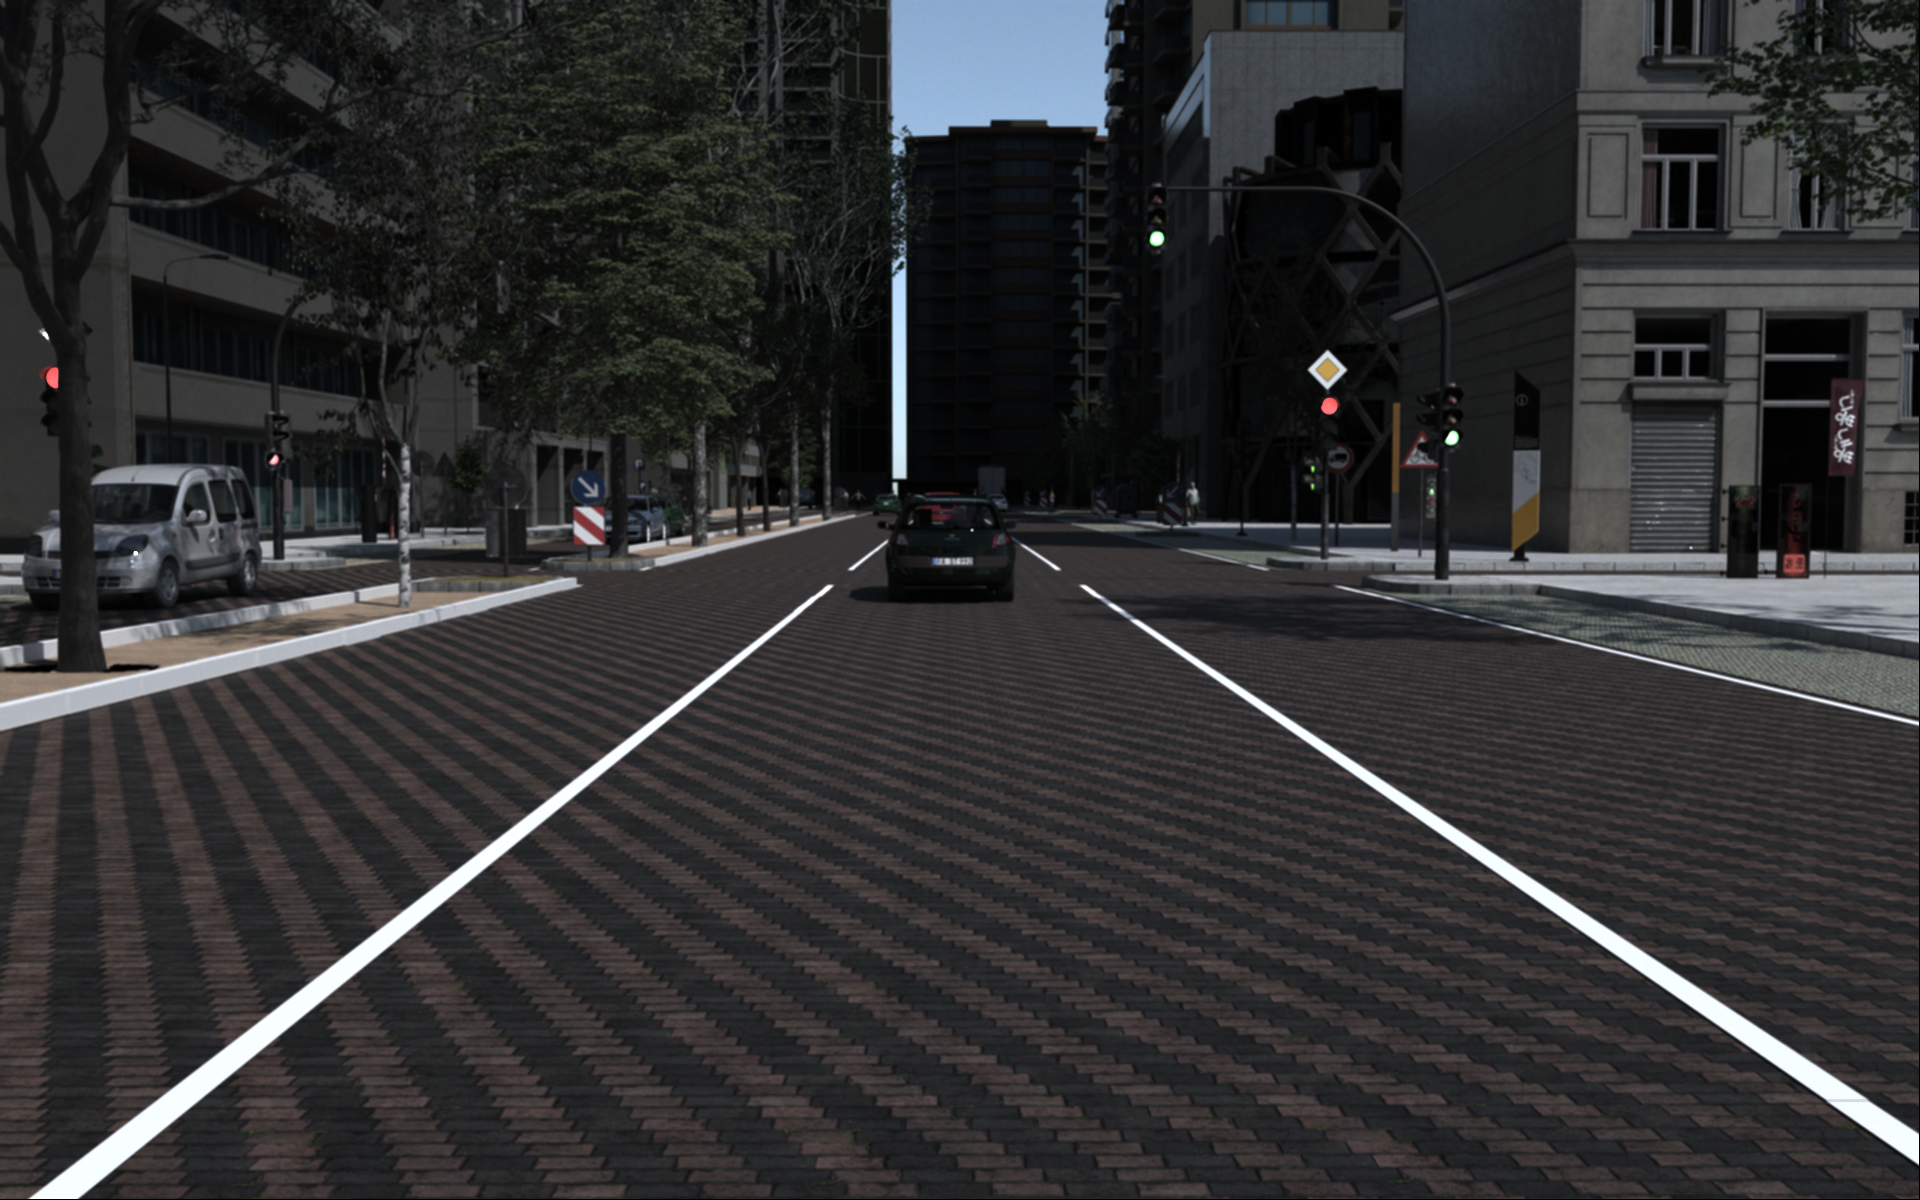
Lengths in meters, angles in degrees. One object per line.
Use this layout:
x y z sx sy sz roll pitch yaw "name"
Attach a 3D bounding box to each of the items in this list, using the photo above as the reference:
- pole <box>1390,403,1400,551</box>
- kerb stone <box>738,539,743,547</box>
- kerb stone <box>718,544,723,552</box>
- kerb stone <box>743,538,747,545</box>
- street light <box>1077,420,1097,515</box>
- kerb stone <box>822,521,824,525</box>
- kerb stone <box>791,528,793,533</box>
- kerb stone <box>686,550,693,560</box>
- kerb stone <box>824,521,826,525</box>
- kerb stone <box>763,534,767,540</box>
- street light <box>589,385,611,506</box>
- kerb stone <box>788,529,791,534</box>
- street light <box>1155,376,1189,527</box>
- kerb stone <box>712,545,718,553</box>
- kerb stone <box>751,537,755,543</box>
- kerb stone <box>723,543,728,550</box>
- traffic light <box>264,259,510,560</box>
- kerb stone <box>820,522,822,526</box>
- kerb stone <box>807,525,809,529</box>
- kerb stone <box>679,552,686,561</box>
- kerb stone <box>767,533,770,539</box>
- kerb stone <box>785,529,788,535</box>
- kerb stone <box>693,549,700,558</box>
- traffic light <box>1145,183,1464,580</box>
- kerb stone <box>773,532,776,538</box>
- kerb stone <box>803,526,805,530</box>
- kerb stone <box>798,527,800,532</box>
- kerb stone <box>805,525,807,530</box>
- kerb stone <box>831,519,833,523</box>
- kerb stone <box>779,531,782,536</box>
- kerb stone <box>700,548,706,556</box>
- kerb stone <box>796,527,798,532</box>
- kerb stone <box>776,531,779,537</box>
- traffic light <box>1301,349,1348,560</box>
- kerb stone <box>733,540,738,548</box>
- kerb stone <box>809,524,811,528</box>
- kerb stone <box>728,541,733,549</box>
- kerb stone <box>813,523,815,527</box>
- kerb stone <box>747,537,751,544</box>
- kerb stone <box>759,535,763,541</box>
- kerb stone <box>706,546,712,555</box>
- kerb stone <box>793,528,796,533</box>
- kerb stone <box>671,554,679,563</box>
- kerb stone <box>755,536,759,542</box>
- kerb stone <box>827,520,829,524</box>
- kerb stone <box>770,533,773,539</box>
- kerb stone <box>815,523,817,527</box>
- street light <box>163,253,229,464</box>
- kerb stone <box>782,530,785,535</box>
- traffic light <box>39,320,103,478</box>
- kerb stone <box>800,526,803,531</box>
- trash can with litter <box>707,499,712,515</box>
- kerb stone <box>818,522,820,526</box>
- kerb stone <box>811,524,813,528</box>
9.753 -2.750 38.805 0.158 3.312 0.155 0 3 0 "pole"
-6.100 -1.527 47.162 0.120 0.150 1.000 0 4 0 "kerb stone"
-6.075 -1.275 43.047 0.120 0.150 1.000 0 4 0 "kerb stone"
-6.108 -1.590 48.193 0.120 0.150 1.000 0 4 0 "kerb stone"
7.980 -8.300 108.253 1.470 5.913 1.316 0 4 0 "street light"
-6.333 -3.407 77.908 0.120 0.150 1.000 0 4 0 "kerb stone"
-6.218 -2.467 62.535 0.120 0.150 1.000 0 4 0 "kerb stone"
-6.030 -0.954 37.922 0.120 0.150 1.000 0 4 0 "kerb stone"
-6.336 -3.470 78.930 0.120 0.150 1.000 0 4 0 "kerb stone"
-6.147 -1.903 53.322 0.120 0.150 1.000 0 4 0 "kerb stone"
-15.070 -6.156 73.189 1.470 5.913 1.316 0 4 0 "street light"
-6.208 -2.398 61.512 0.120 0.150 1.000 0 4 0 "kerb stone"
8.363 -5.860 68.347 1.470 5.913 1.316 0 4 0 "street light"
-6.053 -1.211 42.012 0.120 0.150 1.000 0 4 0 "kerb stone"
-6.123 -1.716 50.244 0.120 0.150 1.000 0 4 0 "kerb stone"
-6.089 -1.337 44.076 0.120 0.150 1.000 0 4 0 "kerb stone"
-11.155 -3.608 33.663 4.771 5.953 1.251 0 4 0 "traffic light"
-6.326 -3.341 76.886 0.120 0.150 1.000 0 4 0 "kerb stone"
-6.267 -2.901 69.700 0.120 0.150 1.000 0 4 0 "kerb stone"
-6.023 -0.895 36.899 0.120 0.150 1.000 0 4 0 "kerb stone"
-6.157 -1.962 54.344 0.120 0.150 1.000 0 4 0 "kerb stone"
-6.200 -2.341 60.490 0.120 0.150 1.000 0 4 0 "kerb stone"
-6.034 -1.023 38.944 0.120 0.150 1.000 0 4 0 "kerb stone"
5.084 -3.118 25.640 4.771 5.953 1.251 0 4 0 "traffic light"
-6.167 -2.091 56.389 0.120 0.150 1.000 0 4 0 "kerb stone"
-6.252 -2.776 67.655 0.120 0.150 1.000 0 4 0 "kerb stone"
-6.241 -2.655 65.611 0.120 0.150 1.000 0 4 0 "kerb stone"
-6.266 -2.840 68.678 0.120 0.150 1.000 0 4 0 "kerb stone"
-6.390 -3.784 84.068 0.120 0.150 1.000 0 4 0 "kerb stone"
-6.188 -2.216 58.435 0.120 0.150 1.000 0 4 0 "kerb stone"
-6.041 -1.087 39.967 0.120 0.150 1.000 0 4 0 "kerb stone"
-6.230 -2.593 64.589 0.120 0.150 1.000 0 4 0 "kerb stone"
-6.179 -2.144 57.413 0.120 0.150 1.000 0 4 0 "kerb stone"
7.115 -2.744 33.782 0.839 4.253 0.868 0 4 0 "traffic light"
-6.092 -1.457 46.139 0.120 0.150 1.000 0 4 0 "kerb stone"
-6.286 -2.966 70.722 0.120 0.150 1.000 0 4 0 "kerb stone"
-6.091 -1.401 45.104 0.120 0.150 1.000 0 4 0 "kerb stone"
-6.295 -3.094 72.785 0.120 0.150 1.000 0 4 0 "kerb stone"
-6.116 -1.653 49.222 0.120 0.150 1.000 0 4 0 "kerb stone"
-6.139 -1.841 52.296 0.120 0.150 1.000 0 4 0 "kerb stone"
-6.060 -1.149 40.989 0.120 0.150 1.000 0 4 0 "kerb stone"
-6.223 -2.528 63.564 0.120 0.150 1.000 0 4 0 "kerb stone"
-6.016 -0.837 35.876 0.120 0.150 1.000 0 4 0 "kerb stone"
-6.136 -1.778 51.270 0.120 0.150 1.000 0 4 0 "kerb stone"
-6.358 -3.592 80.987 0.120 0.150 1.000 0 4 0 "kerb stone"
-6.162 -2.027 55.367 0.120 0.150 1.000 0 4 0 "kerb stone"
-6.304 -3.151 73.808 0.120 0.150 1.000 0 4 0 "kerb stone"
-14.763 -3.728 33.491 1.470 5.913 1.316 0 4 0 "street light"
-6.199 -2.278 59.465 0.120 0.150 1.000 0 4 0 "kerb stone"
-13.185 -2.245 25.627 0.839 4.253 0.868 0 4 0 "traffic light"
-6.239 -2.718 66.633 0.120 0.150 1.000 0 4 0 "kerb stone"
-15.890 -5.896 107.787 0.624 1.170 1.055 1 4 20 "trash can with litter"
-6.322 -3.282 75.859 0.120 0.150 1.000 0 4 0 "kerb stone"
-6.289 -3.031 71.759 0.120 0.150 1.000 0 4 0 "kerb stone"
